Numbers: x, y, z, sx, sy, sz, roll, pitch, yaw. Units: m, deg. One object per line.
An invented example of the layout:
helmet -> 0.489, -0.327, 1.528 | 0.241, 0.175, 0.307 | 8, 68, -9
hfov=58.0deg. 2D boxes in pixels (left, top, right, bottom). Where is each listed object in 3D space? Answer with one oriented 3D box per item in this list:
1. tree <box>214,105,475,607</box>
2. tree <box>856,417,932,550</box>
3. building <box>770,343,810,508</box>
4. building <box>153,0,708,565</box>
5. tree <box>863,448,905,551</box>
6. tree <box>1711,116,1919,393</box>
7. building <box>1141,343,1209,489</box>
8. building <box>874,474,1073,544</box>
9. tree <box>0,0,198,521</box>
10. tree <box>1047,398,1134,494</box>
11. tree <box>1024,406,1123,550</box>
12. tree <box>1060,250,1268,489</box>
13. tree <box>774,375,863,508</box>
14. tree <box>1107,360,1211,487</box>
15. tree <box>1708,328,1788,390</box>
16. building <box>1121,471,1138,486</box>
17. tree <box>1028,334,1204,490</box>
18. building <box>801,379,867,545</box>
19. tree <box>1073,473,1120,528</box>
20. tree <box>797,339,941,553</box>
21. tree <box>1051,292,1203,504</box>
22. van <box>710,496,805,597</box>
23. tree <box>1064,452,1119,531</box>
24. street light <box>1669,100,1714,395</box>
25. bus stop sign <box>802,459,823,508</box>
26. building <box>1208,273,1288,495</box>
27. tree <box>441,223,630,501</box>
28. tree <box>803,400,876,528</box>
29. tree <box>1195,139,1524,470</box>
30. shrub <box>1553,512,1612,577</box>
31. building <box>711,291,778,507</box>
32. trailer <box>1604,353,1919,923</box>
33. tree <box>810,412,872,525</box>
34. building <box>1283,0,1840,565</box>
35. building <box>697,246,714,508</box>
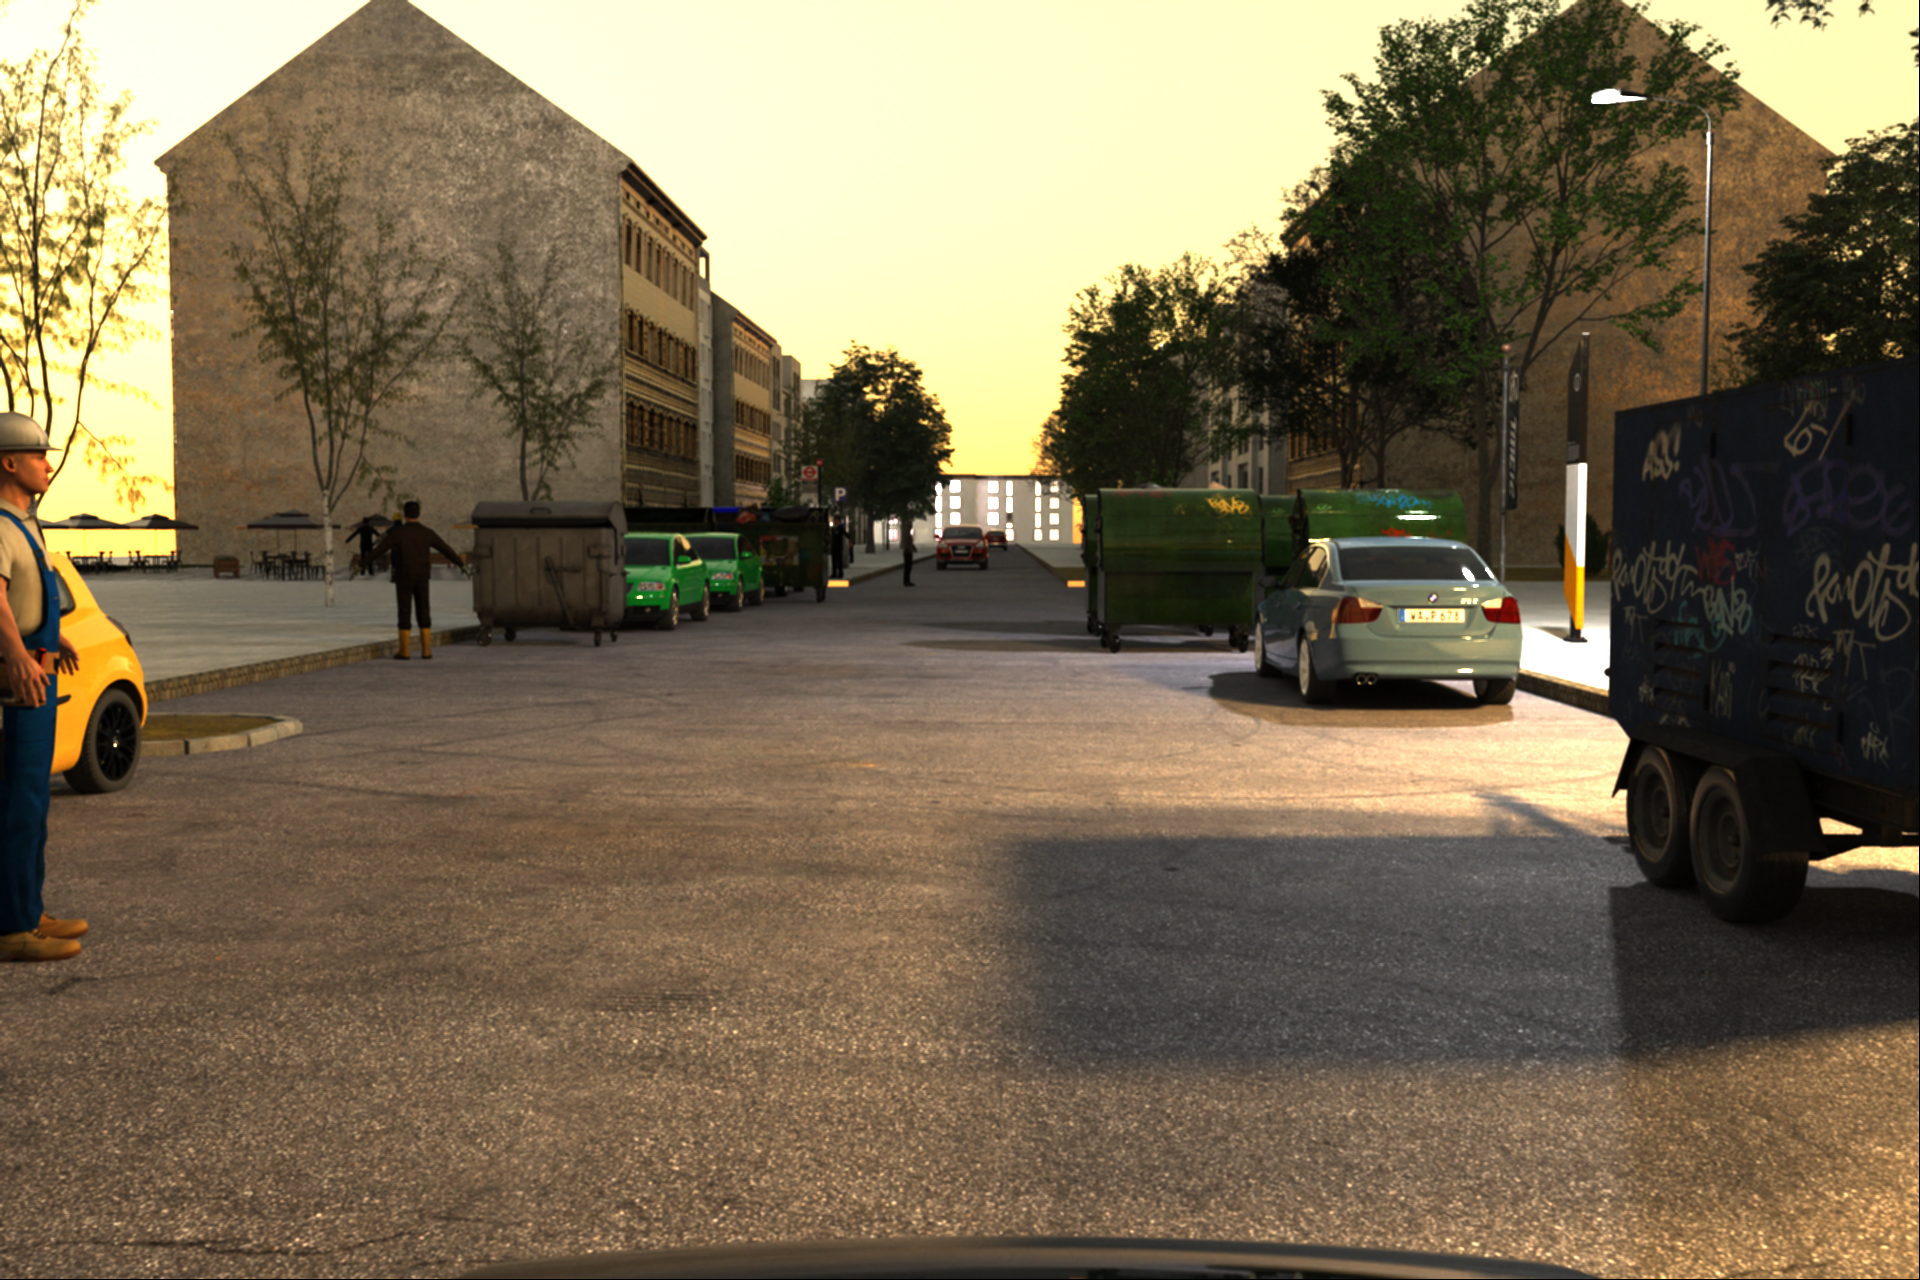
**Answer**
tree -> -11.287, -4.901, 30.497 | 4.360, 8.622, 3.978 | 0, 3, 0
tree -> -5.941, -12.487, 138.567 | 8.767, 10.594, 7.601 | 1, 4, 15
building -> -24.962, -18.639, 171.211 | 16.747, 18.905, 31.486 | 0, 4, 1
building -> -22.737, -15.190, 79.281 | 19.493, 23.208, 18.063 | 0, 4, 1
tree -> -5.853, -11.081, 131.543 | 4.360, 8.622, 3.978 | 0, 3, 0
tree -> 27.864, -8.913, 52.389 | 9.857, 13.997, 8.962 | 0, 3, 0
building -> 27.281, -18.509, 169.077 | 16.747, 18.905, 31.486 | 0, 4, 1
building -> 1.919, -18.196, 242.101 | 28.070, 9.664, 9.099 | 0, 4, -2
tree -> -11.505, -4.347, 21.435 | 4.360, 8.622, 3.978 | 0, 3, 0
tree -> 9.327, -11.553, 114.646 | 9.928, 11.665, 9.643 | 0, 3, 0
tree -> 10.384, -14.292, 144.038 | 12.009, 13.543, 11.850 | 0, 3, 0
tree -> 7.800, -8.509, 64.885 | 9.928, 11.665, 9.643 | 0, 3, 0
tree -> -6.836, -8.004, 81.224 | 4.737, 8.622, 4.395 | 0, 3, 0
tree -> 7.802, -7.503, 73.029 | 4.360, 8.622, 3.978 | 0, 3, 0
tree -> 28.820, -6.882, 62.878 | 4.737, 8.622, 4.395 | 0, 3, 0
building -> 28.520, -22.654, 201.317 | 19.493, 23.208, 18.063 | 0, 4, 1
tree -> 9.241, -11.696, 101.604 | 12.009, 13.543, 11.850 | 0, 3, 0
building -> -20.464, -21.212, 213.278 | 16.747, 18.905, 31.486 | 0, 4, 1
tree -> 10.228, -11.219, 133.794 | 4.737, 8.622, 4.395 | 0, 3, 0
tree -> -5.865, -12.725, 114.716 | 9.857, 13.997, 8.962 | 0, 3, 0
tree -> 7.760, -9.974, 81.208 | 7.486, 12.596, 7.792 | 0, 3, 0
van -> -4.857, -2.263, 41.385 | 2.240, 2.365, 5.245 | 0, 4, 1
tree -> 9.729, -10.585, 123.420 | 4.737, 8.622, 4.395 | 0, 3, 0
street light -> 8.374, -2.792, 18.198 | 1.470, 5.913, 1.316 | 0, 4, 1
bus stop sign -> -5.205, -4.462, 61.654 | 0.855, 3.939, 0.416 | 0, 4, 3
building -> 28.378, -15.858, 125.733 | 16.747, 18.905, 31.486 | 0, 4, 1
tree -> -10.755, -5.605, 41.999 | 4.360, 8.622, 3.978 | 0, 3, 0
tree -> -5.997, -8.811, 94.421 | 4.360, 8.622, 3.978 | 0, 3, 0
tree -> 11.941, -8.735, 53.180 | 12.009, 13.543, 11.850 | 0, 3, 0
shrub -> 18.725, -2.917, 52.107 | 1.690, 2.028, 1.600 | 0, 3, 0
building -> -24.297, -18.092, 126.726 | 19.493, 23.208, 18.063 | 0, 4, 2
trailer -> 3.522, -0.021, 7.395 | 1.471, 1.999, 3.904 | 0, 4, 1
tree -> -6.667, -9.319, 102.732 | 4.360, 8.622, 3.978 | 0, 3, 0
building -> 25.791, -15.178, 79.082 | 19.493, 23.208, 18.063 | 0, 4, 1
building -> -21.776, -15.083, 103.022 | 16.016, 20.090, 11.380 | 0, 4, 1
